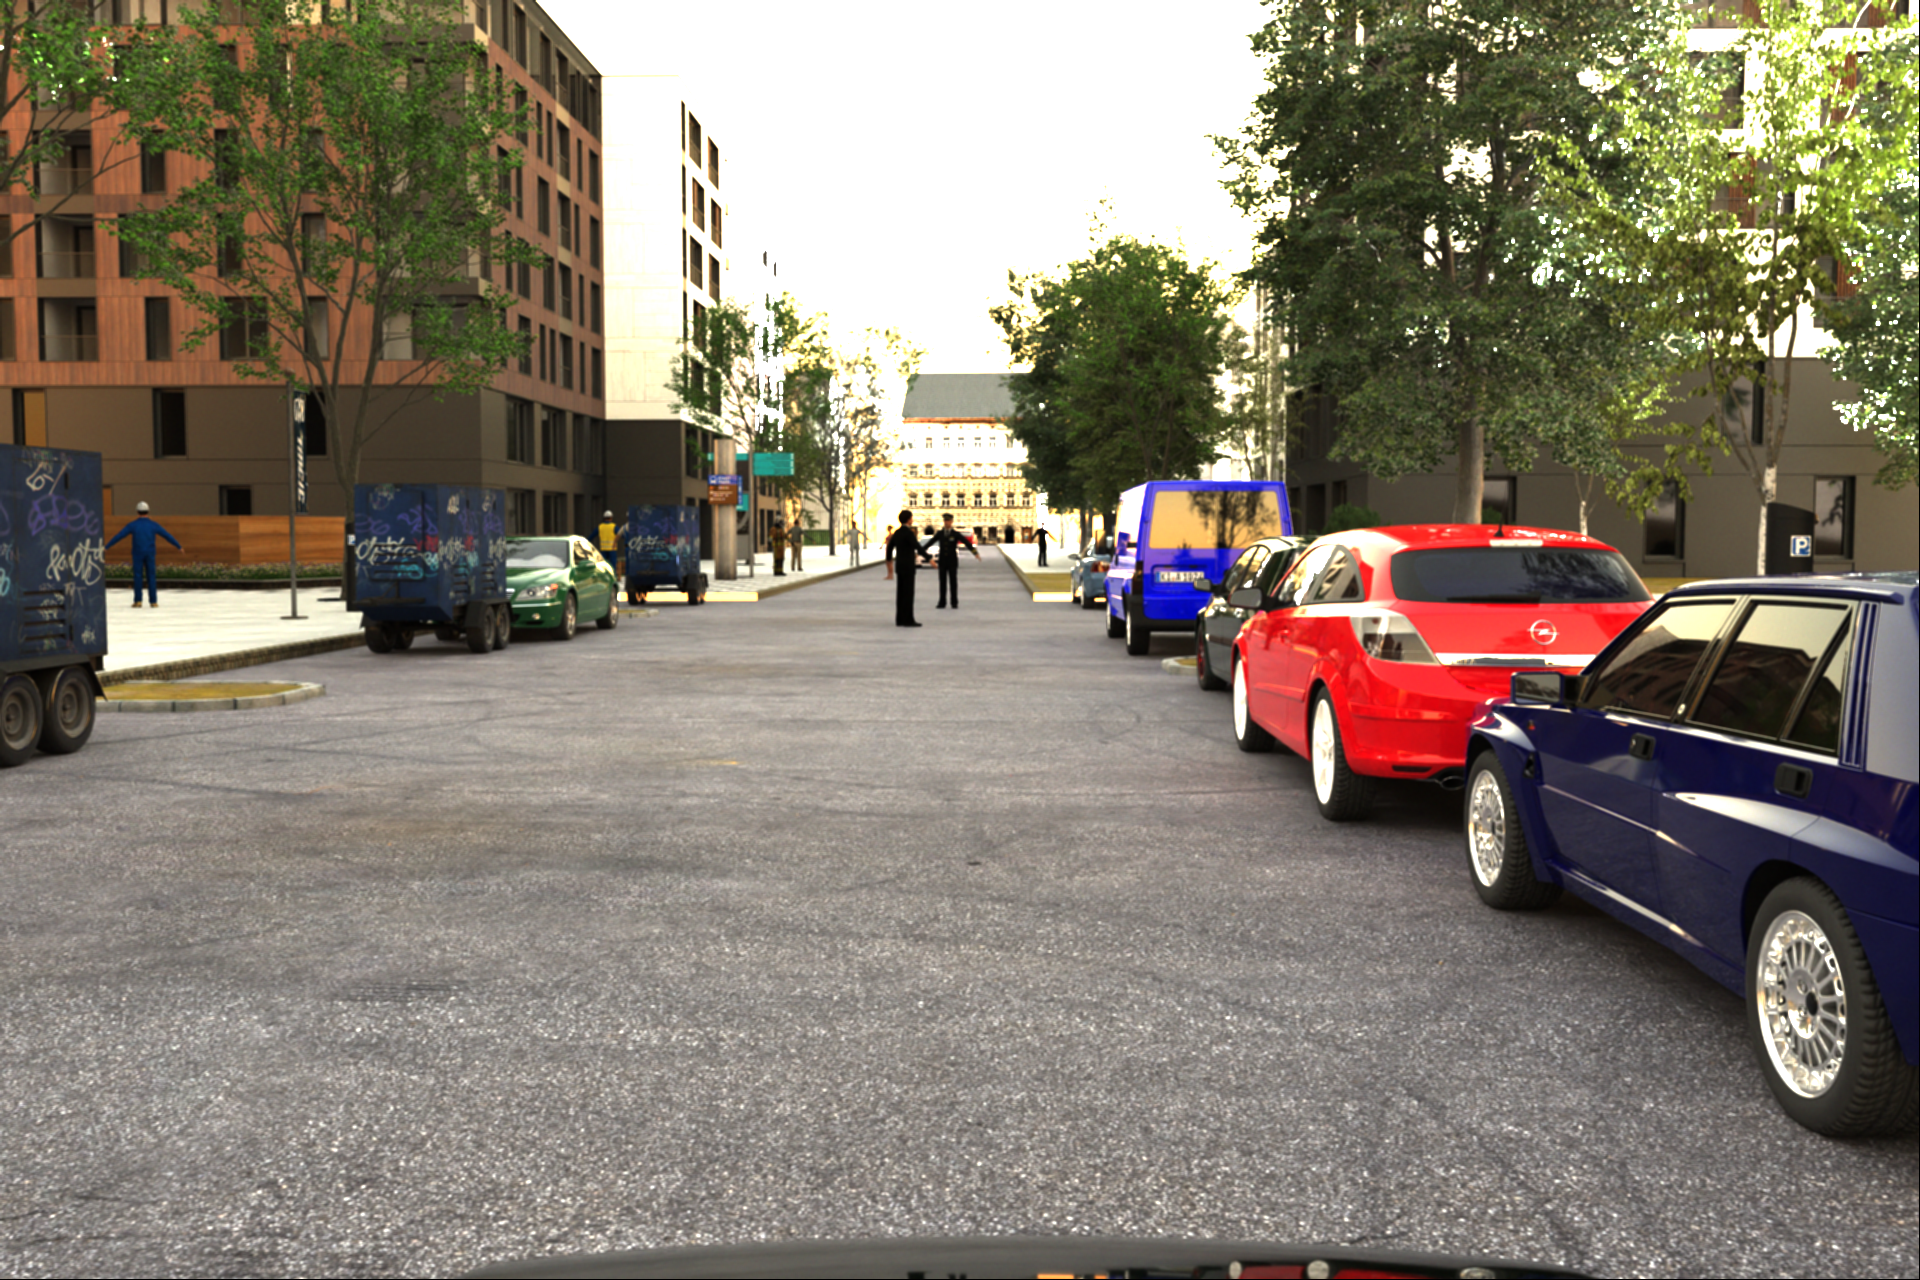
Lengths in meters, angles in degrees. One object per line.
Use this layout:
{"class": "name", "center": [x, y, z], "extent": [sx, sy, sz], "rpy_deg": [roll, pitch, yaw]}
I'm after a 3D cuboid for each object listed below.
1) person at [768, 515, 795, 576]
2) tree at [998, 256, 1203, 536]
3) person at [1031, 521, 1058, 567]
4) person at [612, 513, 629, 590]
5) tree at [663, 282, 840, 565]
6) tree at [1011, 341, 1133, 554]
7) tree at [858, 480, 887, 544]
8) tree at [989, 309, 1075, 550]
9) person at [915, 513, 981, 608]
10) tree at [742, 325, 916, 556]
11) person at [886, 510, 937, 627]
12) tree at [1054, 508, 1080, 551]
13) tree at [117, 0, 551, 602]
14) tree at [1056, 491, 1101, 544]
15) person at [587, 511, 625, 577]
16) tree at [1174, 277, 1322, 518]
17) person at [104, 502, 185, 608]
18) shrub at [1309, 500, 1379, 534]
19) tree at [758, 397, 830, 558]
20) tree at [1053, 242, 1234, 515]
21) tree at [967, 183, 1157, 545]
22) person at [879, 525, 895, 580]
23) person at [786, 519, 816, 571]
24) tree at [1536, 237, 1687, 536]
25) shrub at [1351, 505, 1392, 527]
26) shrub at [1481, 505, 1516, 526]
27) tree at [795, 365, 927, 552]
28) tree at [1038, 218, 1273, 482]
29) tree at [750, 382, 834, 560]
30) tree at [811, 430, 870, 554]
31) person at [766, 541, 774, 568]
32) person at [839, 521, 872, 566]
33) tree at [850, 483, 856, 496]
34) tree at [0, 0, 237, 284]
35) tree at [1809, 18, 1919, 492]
{"class": "person", "center": [-5.552, -2.905, 53.271], "extent": [0.705, 1.858, 1.354], "rpy_deg": [2, 4, 28]}
{"class": "tree", "center": [6.557, -10.466, 77.777], "extent": [9.857, 13.997, 8.962], "rpy_deg": [0, 3, 0]}
{"class": "person", "center": [3.284, -3.797, 68.313], "extent": [1.346, 1.802, 0.704], "rpy_deg": [-3, 4, -38]}
{"class": "person", "center": [-7.433, -2.051, 39.386], "extent": [1.347, 1.847, 0.705], "rpy_deg": [2, 4, 30]}
{"class": "tree", "center": [-8.503, -8.886, 71.034], "extent": [9.928, 11.665, 9.643], "rpy_deg": [0, 3, 0]}
{"class": "tree", "center": [7.925, -12.509, 111.170], "extent": [9.857, 13.997, 8.962], "rpy_deg": [0, 3, 0]}
{"class": "tree", "center": [-11.217, -17.328, 233.673], "extent": [4.360, 8.622, 3.978], "rpy_deg": [0, 3, 0]}
{"class": "tree", "center": [8.649, -17.586, 143.413], "extent": [12.611, 20.169, 13.585], "rpy_deg": [0, 3, 0]}
{"class": "person", "center": [-0.238, -1.533, 33.465], "extent": [1.347, 1.837, 0.705], "rpy_deg": [1, 4, 14]}
{"class": "tree", "center": [-7.768, -11.767, 102.756], "extent": [12.009, 13.543, 11.850], "rpy_deg": [0, 3, 0]}
{"class": "person", "center": [-0.817, -1.116, 26.882], "extent": [0.705, 1.806, 1.347], "rpy_deg": [-2, 4, -35]}
{"class": "tree", "center": [7.970, -10.935, 129.147], "extent": [4.737, 8.622, 4.395], "rpy_deg": [0, 3, 0]}
{"class": "tree", "center": [-11.681, -6.546, 32.778], "extent": [9.928, 11.665, 9.643], "rpy_deg": [0, 3, 0]}
{"class": "tree", "center": [16.115, -18.146, 231.103], "extent": [7.601, 10.594, 8.767], "rpy_deg": [0, 4, 7]}
{"class": "person", "center": [-8.401, -2.170, 41.449], "extent": [1.349, 1.833, 0.705], "rpy_deg": [0, 4, 7]}
{"class": "tree", "center": [8.640, -6.057, 49.400], "extent": [4.360, 8.622, 3.978], "rpy_deg": [0, 3, 0]}
{"class": "person", "center": [-14.289, -1.495, 30.318], "extent": [1.347, 1.842, 0.705], "rpy_deg": [-2, 4, -32]}
{"class": "shrub", "center": [8.945, -2.211, 40.194], "extent": [1.661, 2.075, 1.752], "rpy_deg": [0, 3, 0]}
{"class": "tree", "center": [-8.711, -8.617, 91.250], "extent": [4.737, 8.622, 4.395], "rpy_deg": [0, 3, 0]}
{"class": "tree", "center": [7.214, -9.135, 67.488], "extent": [7.486, 12.596, 7.792], "rpy_deg": [0, 3, 0]}
{"class": "tree", "center": [6.777, -14.701, 96.246], "extent": [12.611, 20.169, 13.585], "rpy_deg": [0, 3, 0]}
{"class": "person", "center": [-2.304, -2.782, 54.739], "extent": [0.721, 1.733, 1.217], "rpy_deg": [-1, 4, -22]}
{"class": "person", "center": [-5.690, -3.308, 60.356], "extent": [1.348, 1.796, 0.705], "rpy_deg": [1, 4, 15]}
{"class": "tree", "center": [15.010, -5.563, 41.311], "extent": [4.737, 8.622, 4.395], "rpy_deg": [0, 3, 0]}
{"class": "shrub", "center": [10.227, -2.441, 43.948], "extent": [1.661, 2.075, 1.752], "rpy_deg": [0, 3, 0]}
{"class": "shrub", "center": [14.382, -2.643, 47.262], "extent": [1.661, 2.075, 1.752], "rpy_deg": [0, 3, 0]}
{"class": "tree", "center": [-7.548, -13.001, 122.931], "extent": [12.009, 13.543, 11.850], "rpy_deg": [0, 3, 0]}
{"class": "tree", "center": [6.656, -8.120, 58.521], "extent": [9.928, 11.665, 9.643], "rpy_deg": [0, 3, 0]}
{"class": "tree", "center": [-8.710, -8.198, 84.396], "extent": [4.360, 8.622, 3.978], "rpy_deg": [0, 3, 0]}
{"class": "tree", "center": [-8.296, -9.980, 113.539], "extent": [4.360, 8.622, 3.978], "rpy_deg": [0, 3, 0]}
{"class": "person", "center": [-6.988, -3.426, 65.287], "extent": [0.599, 1.433, 0.991], "rpy_deg": [2, 4, 30]}
{"class": "person", "center": [-4.180, -3.834, 68.874], "extent": [1.347, 1.806, 0.705], "rpy_deg": [-1, 4, -16]}
{"class": "tree", "center": [-19.257, -20.120, 235.610], "extent": [9.857, 13.997, 8.962], "rpy_deg": [0, 3, 0]}
{"class": "tree", "center": [-12.686, -5.811, 20.765], "extent": [9.928, 11.665, 9.643], "rpy_deg": [0, 3, 0]}
{"class": "tree", "center": [23.528, -8.028, 37.908], "extent": [9.857, 13.997, 8.962], "rpy_deg": [0, 3, 0]}
